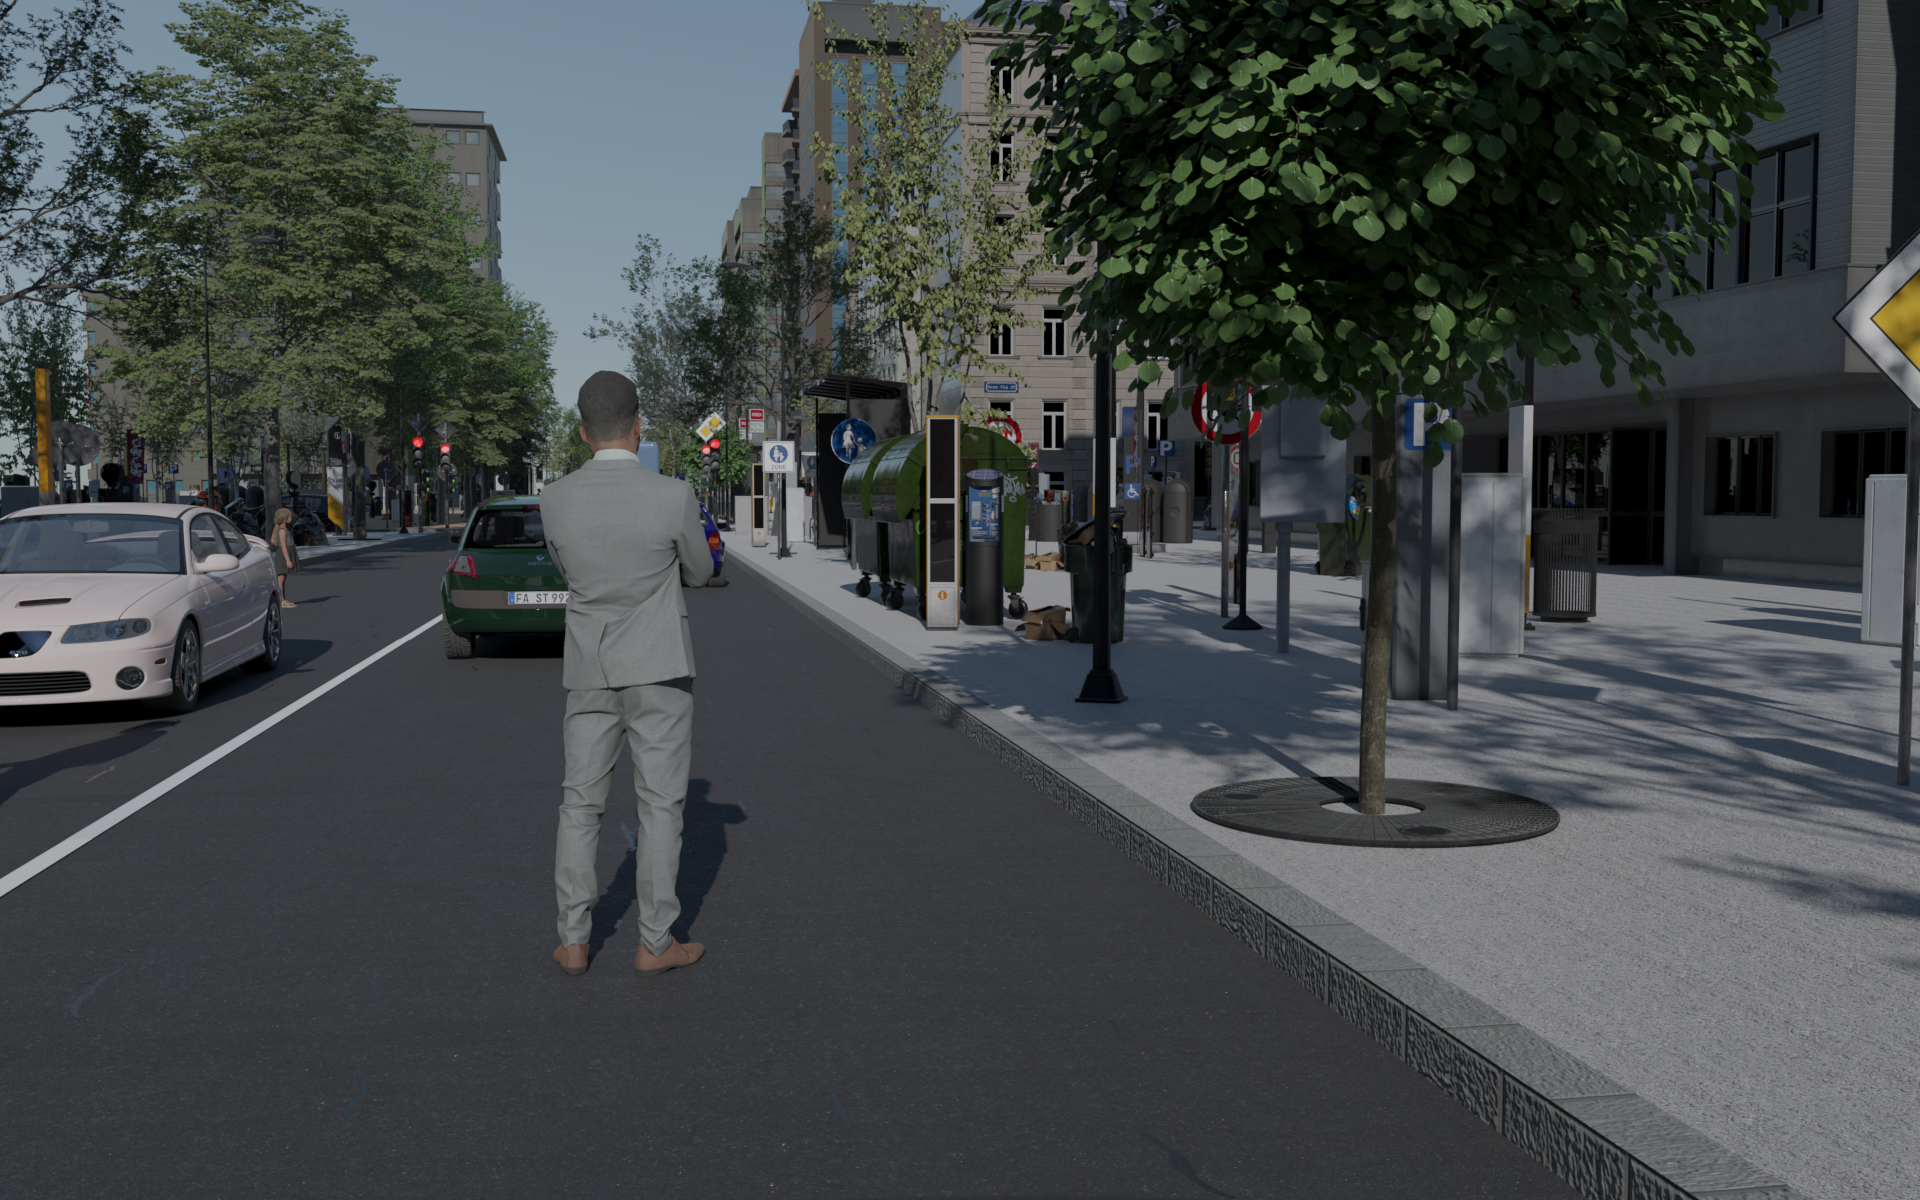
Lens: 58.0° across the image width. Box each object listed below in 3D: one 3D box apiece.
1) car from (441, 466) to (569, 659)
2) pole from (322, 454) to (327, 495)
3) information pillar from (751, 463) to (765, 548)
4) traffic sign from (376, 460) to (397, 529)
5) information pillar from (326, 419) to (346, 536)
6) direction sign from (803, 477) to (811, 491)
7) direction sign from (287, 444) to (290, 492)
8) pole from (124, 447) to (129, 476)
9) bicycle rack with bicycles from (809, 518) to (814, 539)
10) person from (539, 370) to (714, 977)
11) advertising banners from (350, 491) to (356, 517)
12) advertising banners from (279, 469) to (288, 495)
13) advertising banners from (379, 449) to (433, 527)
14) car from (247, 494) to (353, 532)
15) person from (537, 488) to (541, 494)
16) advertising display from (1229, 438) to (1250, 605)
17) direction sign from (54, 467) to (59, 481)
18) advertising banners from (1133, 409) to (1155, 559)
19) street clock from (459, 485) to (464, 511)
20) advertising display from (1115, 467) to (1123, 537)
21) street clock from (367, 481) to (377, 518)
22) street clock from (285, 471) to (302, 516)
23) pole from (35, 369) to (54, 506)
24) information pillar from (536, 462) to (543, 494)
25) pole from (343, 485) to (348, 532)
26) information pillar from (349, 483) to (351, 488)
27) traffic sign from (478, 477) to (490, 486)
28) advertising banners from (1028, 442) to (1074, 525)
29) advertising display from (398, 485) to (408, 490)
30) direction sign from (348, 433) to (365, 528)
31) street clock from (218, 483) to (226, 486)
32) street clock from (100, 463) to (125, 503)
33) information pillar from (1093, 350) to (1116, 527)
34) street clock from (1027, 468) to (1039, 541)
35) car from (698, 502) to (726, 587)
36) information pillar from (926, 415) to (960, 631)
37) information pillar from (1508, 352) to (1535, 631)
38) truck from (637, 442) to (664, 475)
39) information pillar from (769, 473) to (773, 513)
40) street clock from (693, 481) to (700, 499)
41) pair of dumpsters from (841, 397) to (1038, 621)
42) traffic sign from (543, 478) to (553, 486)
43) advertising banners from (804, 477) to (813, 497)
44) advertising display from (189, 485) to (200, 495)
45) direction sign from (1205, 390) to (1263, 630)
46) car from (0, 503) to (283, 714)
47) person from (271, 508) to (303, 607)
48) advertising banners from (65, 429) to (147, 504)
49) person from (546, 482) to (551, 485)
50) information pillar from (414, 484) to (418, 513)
[{"bbox_3d":[-3.894,-0.413,16.532,2.009,1.686,4.222,-1,4,-10],"label":"car"},{"bbox_3d":[-32.635,-5.816,88.935,0.158,3.312,0.155,0,3,0],"label":"pole"},{"bbox_3d":[-4.858,-2.273,41.658,0.304,2.012,0.304,-1,4,-14],"label":"information pillar"},{"bbox_3d":[-21.280,-3.925,64.283,0.768,2.556,0.104,0,4,-2],"label":"traffic sign"},{"bbox_3d":[-19.075,-3.764,52.892,0.183,3.616,0.504,2,4,35],"label":"information pillar"},{"bbox_3d":[-11.543,-8.543,131.669,0.876,3.537,0.379,-3,4,-37],"label":"direction sign"},{"bbox_3d":[-30.353,-5.282,78.357,0.379,3.537,0.876,-1,4,-15],"label":"direction sign"},{"bbox_3d":[-36.334,-4.999,75.582,0.158,3.312,0.155,0,3,0],"label":"pole"},{"bbox_3d":[-3.230,-2.195,49.271,2.852,0.926,2.925,2,4,34],"label":"bicycle rack with bicycles"},{"bbox_3d":[-1.009,0.207,5.296,0.511,1.800,0.466,0,4,-5],"label":"person"},{"bbox_3d":[-34.805,-6.285,98.953,0.090,3.025,2.074,-2,4,-31],"label":"advertising banners"},{"bbox_3d":[-47.024,-7.597,120.397,0.090,3.025,2.074,0,4,-7],"label":"advertising banners"},{"bbox_3d":[-21.629,-4.368,67.608,2.074,3.025,0.090,-3,5,-40],"label":"advertising banners"},{"bbox_3d":[-23.616,-3.132,60.997,4.222,1.686,2.009,-1,4,-10],"label":"car"},{"bbox_3d":[-23.384,-5.343,96.405,0.362,1.759,0.519,-1,4,-19],"label":"person"},{"bbox_3d":[3.245,-0.927,20.374,0.123,1.923,0.974,0,4,-2],"label":"advertising display"},{"bbox_3d":[-55.746,-7.001,106.459,0.876,3.537,0.379,1,4,11],"label":"direction sign"},{"bbox_3d":[3.714,-2.385,35.178,0.090,3.025,2.074,0,4,-5],"label":"advertising banners"},{"bbox_3d":[-38.180,-7.840,132.754,0.358,2.002,0.471,2,4,28],"label":"street clock"},{"bbox_3d":[3.935,-2.214,41.410,0.974,1.923,0.123,-2,4,-35],"label":"advertising display"},{"bbox_3d":[-31.512,-5.398,92.832,0.471,2.002,0.358,-3,5,-44],"label":"street clock"},{"bbox_3d":[-20.733,-3.021,53.958,0.358,2.002,0.471,2,4,28],"label":"street clock"},{"bbox_3d":[-14.949,-2.108,28.316,0.158,3.312,0.155,0,3,0],"label":"pole"},{"bbox_3d":[-30.436,-8.204,125.495,0.504,3.616,0.183,-1,4,-18],"label":"information pillar"},{"bbox_3d":[-20.410,-3.890,57.451,0.158,3.312,0.155,0,3,0],"label":"pole"},{"bbox_3d":[-38.857,-6.453,109.992,0.304,2.012,0.304,1,4,19],"label":"information pillar"},{"bbox_3d":[-34.110,-7.587,124.149,0.768,2.556,0.104,-1,4,-10],"label":"traffic sign"},{"bbox_3d":[3.020,-3.790,58.152,0.090,3.025,2.074,-3,5,-44],"label":"advertising banners"},{"bbox_3d":[-40.759,-7.436,126.789,0.974,1.923,0.123,2,4,31],"label":"advertising display"},{"bbox_3d":[-22.644,-4.444,64.651,0.876,3.537,0.379,0,4,0],"label":"direction sign"},{"bbox_3d":[-47.979,-6.612,112.672,0.471,2.002,0.358,1,4,8],"label":"street clock"},{"bbox_3d":[-19.674,-2.183,40.255,0.471,2.002,0.358,0,4,2],"label":"street clock"},{"bbox_3d":[2.155,-2.103,25.743,0.183,3.616,0.504,-2,4,-30],"label":"information pillar"},{"bbox_3d":[1.983,-2.618,47.372,0.358,2.002,0.471,-1,4,-12],"label":"street clock"},{"bbox_3d":[-4.701,-0.929,27.768,1.945,1.354,3.894,-1,4,-11],"label":"car"},{"bbox_3d":[-0.157,-0.723,16.311,0.304,2.012,0.304,0,4,3],"label":"information pillar"},{"bbox_3d":[5.315,-1.532,16.408,0.183,3.616,0.504,0,4,1],"label":"information pillar"},{"bbox_3d":[-15.444,-5.696,82.886,2.967,4.110,18.799,-1,4,-11],"label":"truck"},{"bbox_3d":[-12.630,-7.610,115.770,0.183,3.616,0.504,1,4,17],"label":"information pillar"},{"bbox_3d":[-12.409,-4.707,81.522,0.358,2.002,0.471,1,4,8],"label":"street clock"},{"bbox_3d":[-0.301,-1.042,19.523,1.574,2.255,4.437,-1,4,-11],"label":"pair of dumpsters"},{"bbox_3d":[-33.046,-8.495,139.002,0.768,2.556,0.104,0,4,-2],"label":"traffic sign"},{"bbox_3d":[-8.635,-6.238,98.173,0.090,3.025,2.074,1,4,17],"label":"advertising banners"},{"bbox_3d":[-53.778,-7.126,121.722,0.974,1.923,0.123,2,4,29],"label":"advertising display"},{"bbox_3d":[2.688,-1.491,16.370,0.876,3.537,0.379,-2,4,-29],"label":"direction sign"},{"bbox_3d":[-6.231,-0.016,12.619,2.083,1.381,4.827,-1,4,-11],"label":"car"},{"bbox_3d":[-8.563,-0.542,22.024,0.373,1.253,0.362,-1,4,-12],"label":"person"},{"bbox_3d":[-22.812,-3.065,46.300,2.074,3.025,0.090,-2,4,-28],"label":"advertising banners"},{"bbox_3d":[-13.119,-2.846,55.215,0.466,1.800,0.511,-1,4,-14],"label":"person"},{"bbox_3d":[-37.760,-7.098,120.542,0.304,2.012,0.304,-3,4,-38],"label":"information pillar"}]
